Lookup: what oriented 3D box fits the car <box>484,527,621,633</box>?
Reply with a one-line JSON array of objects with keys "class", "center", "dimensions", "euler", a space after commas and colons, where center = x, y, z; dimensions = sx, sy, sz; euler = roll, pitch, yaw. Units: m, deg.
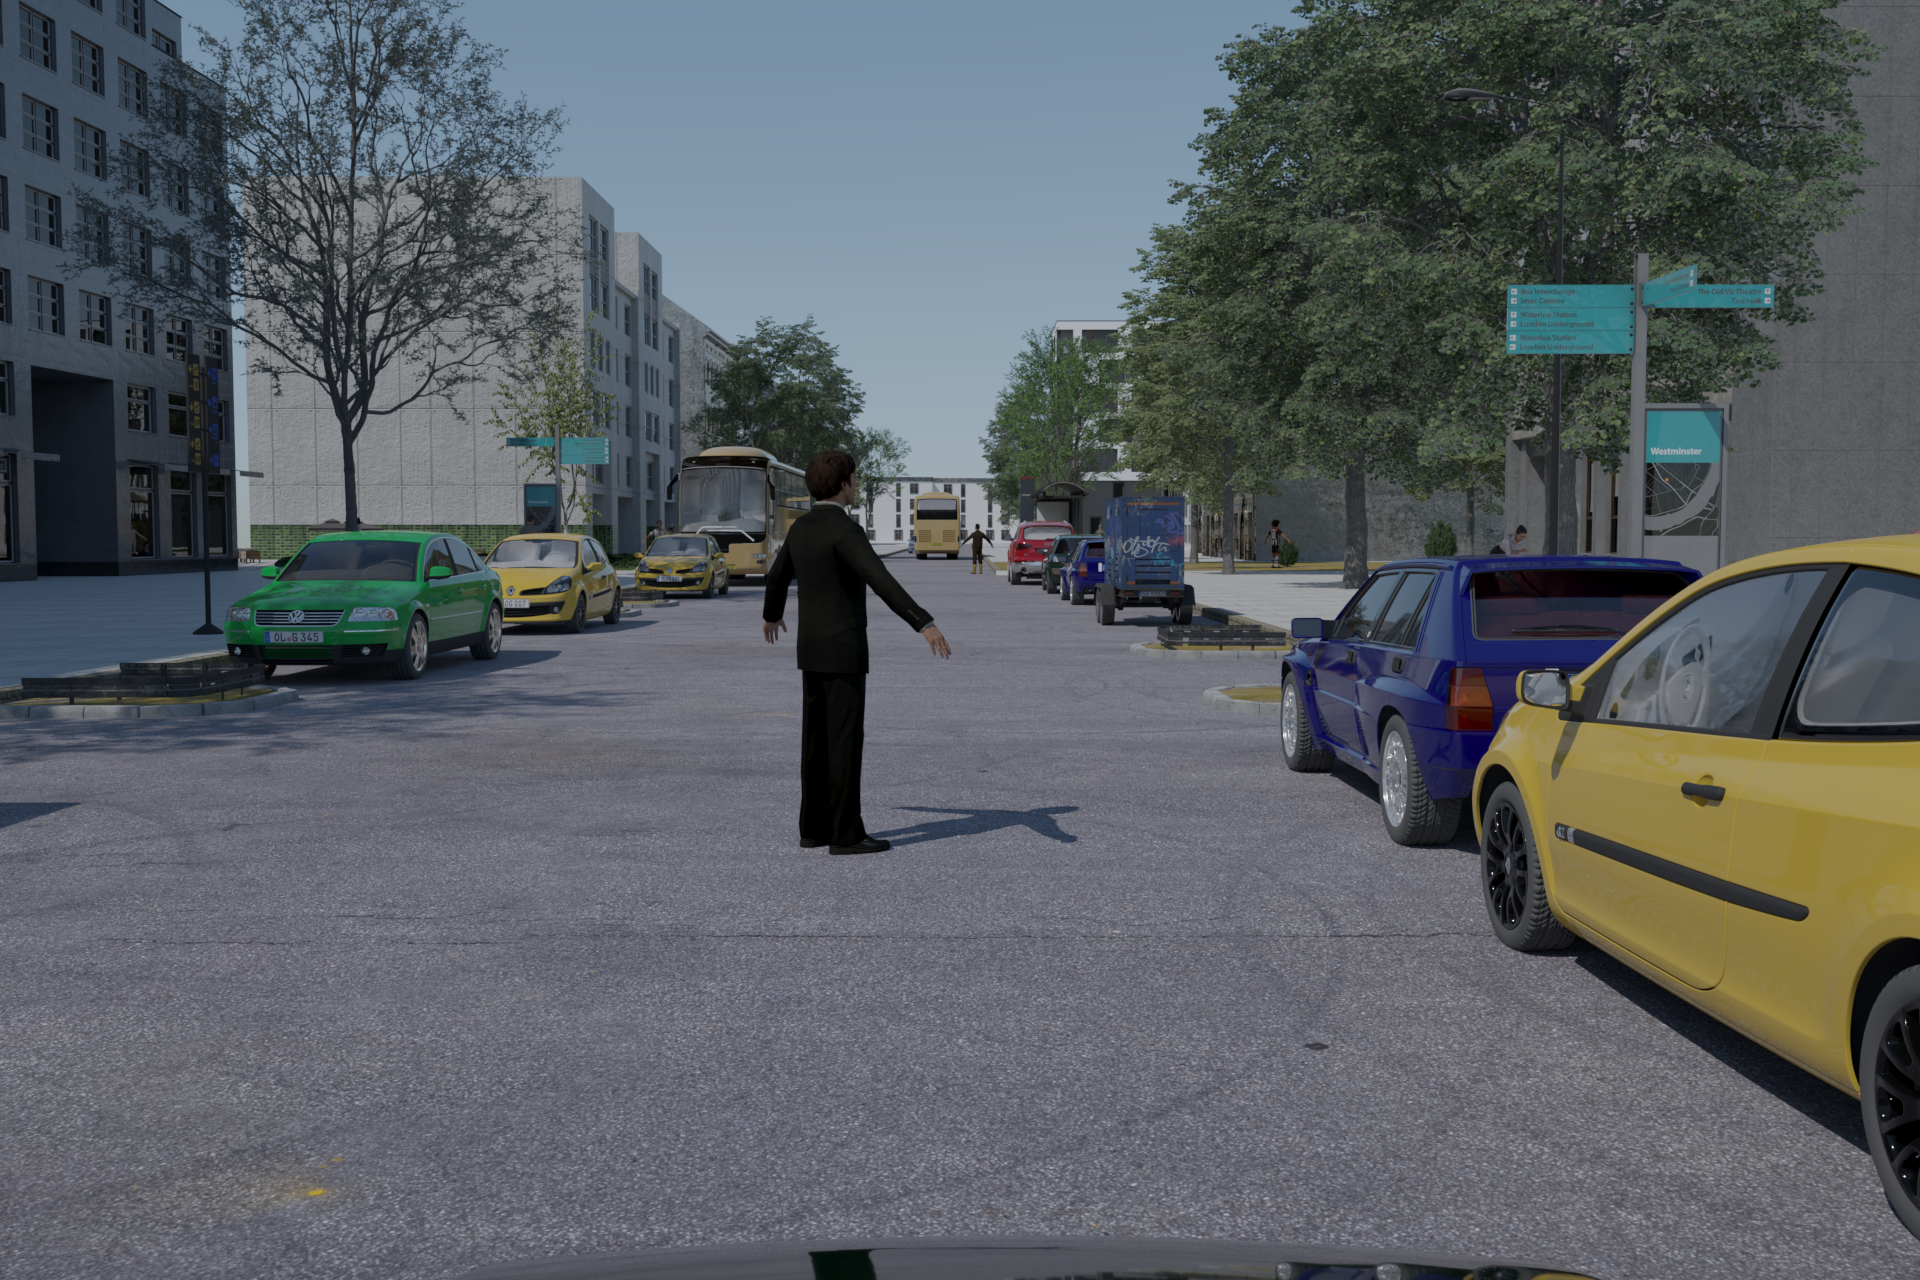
[{"class": "car", "center": [-6.301, -0.978, 26.222], "dimensions": [2.015, 1.641, 3.980], "euler": [0, 4, 0]}]

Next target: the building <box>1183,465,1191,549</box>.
[{"class": "building", "center": [23.915, -11.992, 138.217], "dimensions": [9.099, 9.664, 28.070], "euler": [0, 4, 0]}]

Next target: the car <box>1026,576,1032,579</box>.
[{"class": "car", "center": [2.940, -2.849, 56.810], "dimensions": [2.015, 1.641, 3.980], "euler": [0, 4, 0]}]

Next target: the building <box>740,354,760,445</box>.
[{"class": "building", "center": [-26.839, -19.671, 178.033], "dimensions": [16.016, 20.090, 11.380], "euler": [0, 4, 0]}]

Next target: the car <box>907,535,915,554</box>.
[{"class": "car", "center": [-2.931, -7.163, 129.111], "dimensions": [2.014, 1.417, 4.499], "euler": [0, 4, 0]}]

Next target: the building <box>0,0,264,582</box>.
[{"class": "building", "center": [-30.331, -14.128, 49.406], "dimensions": [11.959, 24.771, 22.079], "euler": [0, 3, 0]}]

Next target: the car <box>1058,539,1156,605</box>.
[{"class": "car", "center": [3.060, -1.448, 36.255], "dimensions": [1.945, 1.354, 3.894], "euler": [0, 4, -1]}]

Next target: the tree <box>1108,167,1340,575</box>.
[{"class": "tree", "center": [8.315, -8.306, 53.923], "dimensions": [7.486, 12.596, 7.792], "euler": [0, 3, 0]}]

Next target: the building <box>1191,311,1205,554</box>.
[{"class": "building", "center": [25.091, -17.006, 108.972], "dimensions": [19.493, 23.208, 18.063], "euler": [0, 4, 0]}]

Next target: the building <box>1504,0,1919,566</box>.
[{"class": "building", "center": [25.241, -14.266, 50.506], "dimensions": [12.078, 24.872, 19.932], "euler": [0, 4, 0]}]

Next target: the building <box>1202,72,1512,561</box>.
[{"class": "building", "center": [23.171, -15.846, 90.004], "dimensions": [19.493, 23.208, 18.063], "euler": [0, 4, 0]}]

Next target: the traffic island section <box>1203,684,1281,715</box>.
[{"class": "traffic island section", "center": [3.090, 0.506, 14.594], "dimensions": [1.991, 0.108, 1.994], "euler": [0, 4, 0]}]

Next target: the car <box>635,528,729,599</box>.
[{"class": "car", "center": [-6.350, -1.804, 39.714], "dimensions": [2.015, 1.641, 3.980], "euler": [0, 4, 0]}]

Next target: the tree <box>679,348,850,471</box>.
[{"class": "tree", "center": [-9.637, -9.293, 86.352], "dimensions": [8.767, 10.594, 7.601], "euler": [-1, 4, -13]}]

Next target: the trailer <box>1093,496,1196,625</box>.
[{"class": "trailer", "center": [2.905, -1.295, 28.217], "dimensions": [1.471, 1.999, 3.904], "euler": [0, 4, -1]}]

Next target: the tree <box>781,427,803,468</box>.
[{"class": "tree", "center": [-9.599, -9.664, 108.373], "dimensions": [4.737, 8.622, 4.395], "euler": [0, 3, 0]}]

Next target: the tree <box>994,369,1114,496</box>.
[{"class": "tree", "center": [5.786, -10.944, 104.684], "dimensions": [9.928, 11.665, 9.643], "euler": [0, 3, 0]}]

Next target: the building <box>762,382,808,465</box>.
[{"class": "building", "center": [-27.815, -22.676, 201.688], "dimensions": [19.493, 23.208, 18.063], "euler": [0, 4, 0]}]

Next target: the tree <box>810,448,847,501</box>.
[{"class": "tree", "center": [-10.040, -10.119, 115.812], "dimensions": [4.360, 8.622, 3.978], "euler": [0, 3, 0]}]

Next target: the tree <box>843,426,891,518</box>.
[{"class": "tree", "center": [-9.193, -12.611, 140.596], "dimensions": [7.601, 10.594, 8.767], "euler": [-3, 5, -42]}]

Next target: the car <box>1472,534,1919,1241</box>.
[{"class": "car", "center": [2.739, 0.331, 4.817], "dimensions": [2.015, 1.641, 3.980], "euler": [0, 4, -1]}]

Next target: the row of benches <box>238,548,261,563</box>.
[{"class": "row of benches", "center": [-32.395, -3.830, 78.082], "dimensions": [1.422, 0.672, 4.104], "euler": [-3, 4, -37]}]

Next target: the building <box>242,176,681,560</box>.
[{"class": "building", "center": [-27.183, -14.390, 101.737], "dimensions": [16.747, 18.905, 31.486], "euler": [0, 4, 0]}]

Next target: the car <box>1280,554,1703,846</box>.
[{"class": "car", "center": [2.848, 0.200, 9.307], "dimensions": [1.945, 1.354, 3.894], "euler": [0, 4, 0]}]

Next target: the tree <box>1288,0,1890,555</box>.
[{"class": "tree", "center": [9.366, -7.332, 26.528], "dimensions": [9.857, 13.997, 8.962], "euler": [0, 3, 0]}]

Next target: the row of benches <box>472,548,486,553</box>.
[{"class": "row of benches", "center": [-21.889, -3.792, 77.458], "dimensions": [4.104, 0.672, 1.422], "euler": [0, 4, -1]}]

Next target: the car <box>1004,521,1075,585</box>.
[{"class": "car", "center": [2.429, -2.541, 50.220], "dimensions": [2.281, 1.827, 5.304], "euler": [0, 3, 0]}]

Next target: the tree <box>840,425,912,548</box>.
[{"class": "tree", "center": [-8.681, -14.601, 164.486], "dimensions": [9.928, 11.665, 9.643], "euler": [0, 3, 0]}]

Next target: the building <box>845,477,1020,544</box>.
[{"class": "building", "center": [-4.552, -18.954, 254.507], "dimensions": [28.070, 9.664, 9.099], "euler": [0, 4, -8]}]

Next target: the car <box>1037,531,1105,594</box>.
[{"class": "car", "center": [2.935, -2.022, 42.848], "dimensions": [2.009, 1.686, 4.222], "euler": [0, 4, 0]}]

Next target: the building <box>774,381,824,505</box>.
[{"class": "building", "center": [-27.251, -23.786, 219.823], "dimensions": [19.493, 23.208, 18.063], "euler": [0, 4, 0]}]

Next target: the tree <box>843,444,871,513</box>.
[{"class": "tree", "center": [-8.983, -10.896, 128.517], "dimensions": [4.737, 8.622, 4.395], "euler": [0, 3, 0]}]

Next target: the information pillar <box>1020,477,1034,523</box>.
[{"class": "information pillar", "center": [3.037, -5.455, 78.569], "dimensions": [0.750, 3.857, 0.750], "euler": [0, 4, 0]}]

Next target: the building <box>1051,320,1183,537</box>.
[{"class": "building", "center": [23.300, -20.667, 181.885], "dimensions": [27.936, 21.610, 32.646], "euler": [0, 4, 0]}]

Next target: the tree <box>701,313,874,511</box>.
[{"class": "tree", "center": [-9.845, -11.767, 99.052], "dimensions": [9.857, 13.997, 8.962], "euler": [0, 3, 0]}]

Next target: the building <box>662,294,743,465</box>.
[{"class": "building", "center": [-27.952, -18.708, 136.800], "dimensions": [19.493, 23.208, 18.063], "euler": [0, 4, 1]}]

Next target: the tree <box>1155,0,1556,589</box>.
[{"class": "tree", "center": [9.259, -8.170, 40.242], "dimensions": [9.857, 13.997, 8.962], "euler": [0, 3, 0]}]

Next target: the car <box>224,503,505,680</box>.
[{"class": "car", "center": [-6.195, -0.589, 18.429], "dimensions": [1.959, 1.807, 4.718], "euler": [0, 4, 0]}]
